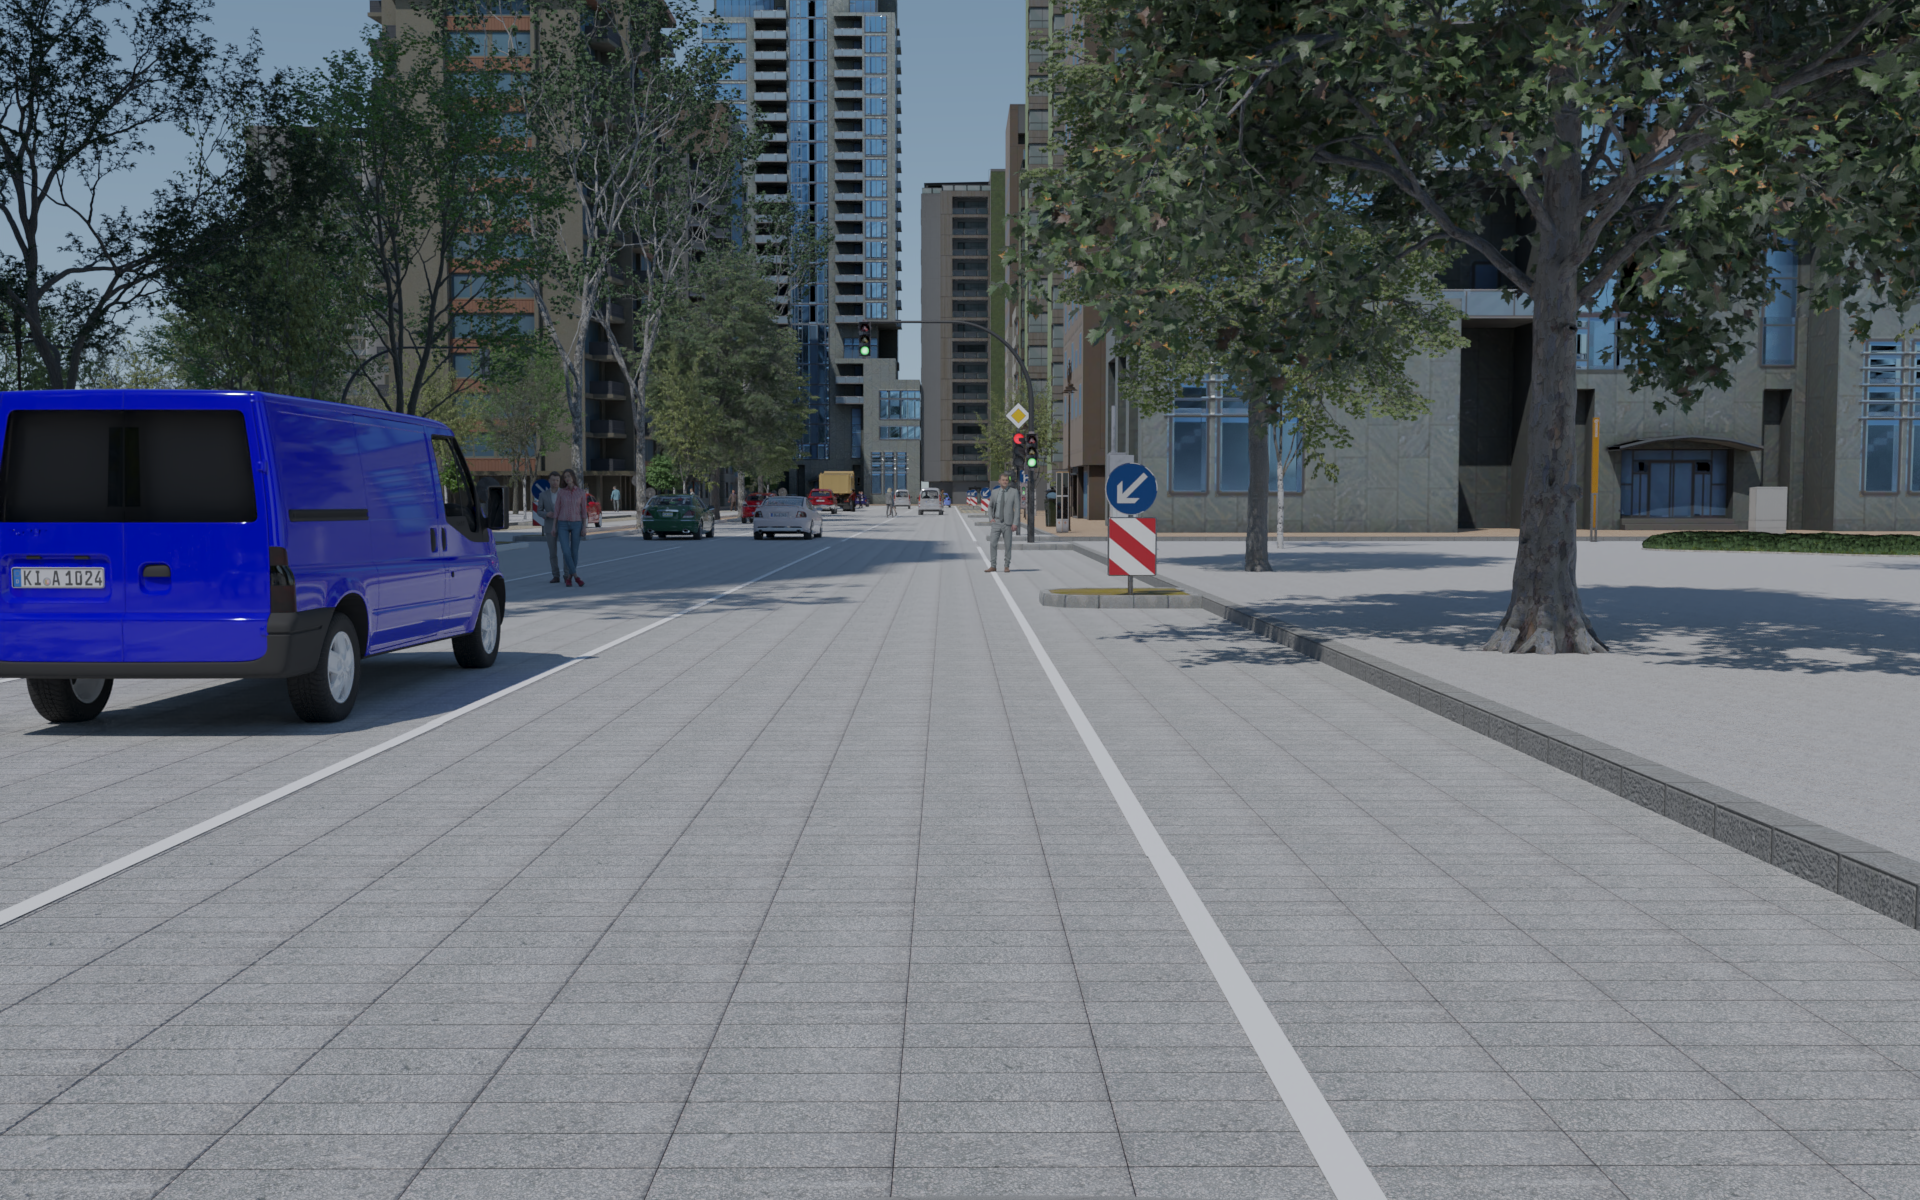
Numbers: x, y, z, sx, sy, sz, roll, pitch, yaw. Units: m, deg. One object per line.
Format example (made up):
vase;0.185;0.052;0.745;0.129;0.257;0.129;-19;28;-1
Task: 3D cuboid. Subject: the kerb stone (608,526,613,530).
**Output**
kerb stone;-13.838;-2.786;67.849;0.120;0.150;1.000;0;4;0

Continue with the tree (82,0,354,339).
tree;-12.542;-5.361;24.516;8.767;10.594;7.601;0;4;0

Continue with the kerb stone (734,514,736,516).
kerb stone;-14.114;-5.170;106.815;0.120;0.150;1.000;0;4;0

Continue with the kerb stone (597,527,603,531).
kerb stone;-13.826;-2.667;65.799;0.120;0.150;1.000;0;4;0

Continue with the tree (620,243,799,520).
tree;-12.613;-10.969;88.460;9.857;13.997;8.962;0;3;0

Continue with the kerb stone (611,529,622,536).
kerb stone;-11.670;-2.226;58.646;0.120;0.150;1.000;0;4;0

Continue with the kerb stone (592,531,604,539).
kerb stone;-11.653;-2.041;55.570;0.120;0.150;1.000;0;4;0

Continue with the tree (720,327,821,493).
tree;-12.799;-11.611;110.419;7.486;12.596;7.792;0;3;0

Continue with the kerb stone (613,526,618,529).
kerb stone;-13.843;-2.855;68.871;0.120;0.150;1.000;0;4;0

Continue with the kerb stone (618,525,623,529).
kerb stone;-13.856;-2.917;69.893;0.120;0.150;1.000;0;4;0

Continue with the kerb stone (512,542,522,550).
kerb stone;-11.573;-1.377;44.727;0.120;0.150;1.000;0;4;0

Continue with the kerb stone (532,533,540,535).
kerb stone;-13.744;-2.039;55.556;0.120;0.150;1.000;0;4;0

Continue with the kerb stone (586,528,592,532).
kerb stone;-13.810;-2.542;63.754;0.120;0.150;1.000;0;4;0

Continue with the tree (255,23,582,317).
tree;-12.310;-6.732;38.287;9.928;11.665;9.643;0;3;0

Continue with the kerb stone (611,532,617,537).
kerb stone;-11.663;-2.167;57.618;0.120;0.150;1.000;0;4;0

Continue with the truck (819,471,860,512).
truck;-10.274;-9.175;145.942;3.469;3.379;9.791;0;4;-1

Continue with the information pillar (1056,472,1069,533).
information pillar;3.389;-3.228;57.276;0.304;2.012;0.304;-3;4;-38

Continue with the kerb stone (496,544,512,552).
kerb stone;-11.561;-1.315;43.700;0.120;0.150;1.000;0;4;0

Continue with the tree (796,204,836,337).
tree;-13.823;-14.783;100.050;12.611;20.169;13.585;0;3;0

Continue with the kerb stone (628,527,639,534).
kerb stone;-11.688;-2.417;61.712;0.120;0.150;1.000;0;4;0

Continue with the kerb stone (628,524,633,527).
kerb stone;-13.862;-3.041;71.952;0.120;0.150;1.000;0;4;0

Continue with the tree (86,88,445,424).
tree;-12.156;-4.772;30.835;4.737;8.622;4.395;0;3;0

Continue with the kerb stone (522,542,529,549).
kerb stone;-11.578;-1.438;45.749;0.120;0.150;1.000;0;4;0

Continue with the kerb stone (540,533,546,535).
kerb stone;-13.756;-2.103;56.579;0.120;0.150;1.000;0;4;0

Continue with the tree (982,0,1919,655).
tree;4.936;-5.924;13.859;9.611;12.733;9.660;0;3;0

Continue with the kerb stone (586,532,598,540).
kerb stone;-11.637;-1.976;54.548;0.120;0.150;1.000;0;4;0

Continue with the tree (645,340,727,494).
tree;-12.849;-7.834;80.907;4.737;8.622;4.395;0;3;0

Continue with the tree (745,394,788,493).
tree;-12.962;-10.014;116.549;4.360;8.622;3.978;0;3;0

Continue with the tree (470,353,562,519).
tree;-22.355;-8.404;87.772;4.360;8.622;3.978;0;3;0

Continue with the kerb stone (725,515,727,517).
kerb stone;-14.082;-4.925;102.722;0.120;0.150;1.000;0;4;0

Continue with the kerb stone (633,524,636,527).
kerb stone;-13.871;-3.106;72.976;0.120;0.150;1.000;0;4;0

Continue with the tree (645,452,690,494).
tree;-21.590;-8.792;127.460;4.285;4.588;4.351;0;3;0

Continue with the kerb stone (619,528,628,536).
kerb stone;-11.677;-2.292;59.668;0.120;0.150;1.000;0;4;0

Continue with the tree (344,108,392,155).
tree;-14.002;-12.225;58.218;12.611;20.169;13.585;0;3;0

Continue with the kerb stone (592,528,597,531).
kerb stone;-13.818;-2.601;64.777;0.120;0.150;1.000;0;4;0

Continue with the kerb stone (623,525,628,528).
kerb stone;-13.857;-2.980;70.930;0.120;0.150;1.000;0;4;0

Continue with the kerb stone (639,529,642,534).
kerb stone;-11.697;-2.479;62.734;0.120;0.150;1.000;0;4;0

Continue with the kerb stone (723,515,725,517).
kerb stone;-14.080;-4.861;101.700;0.120;0.150;1.000;0;4;0

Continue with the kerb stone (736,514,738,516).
kerb stone;-14.123;-5.238;107.837;0.120;0.150;1.000;0;4;0

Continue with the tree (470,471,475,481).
tree;-22.140;-4.998;76.311;1.663;3.219;1.824;0;3;0

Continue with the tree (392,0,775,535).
tree;-14.249;-13.010;71.066;12.611;20.169;13.585;0;3;0

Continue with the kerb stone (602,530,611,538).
kerb stone;-11.659;-2.104;56.593;0.120;0.150;1.000;0;4;0

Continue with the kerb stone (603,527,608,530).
kerb stone;-13.830;-2.730;66.823;0.120;0.150;1.000;0;4;0

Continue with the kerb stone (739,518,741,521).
kerb stone;-11.904;-4.293;92.479;0.120;0.150;1.000;0;4;0

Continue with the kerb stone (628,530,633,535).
kerb stone;-11.688;-2.354;60.690;0.120;0.150;1.000;0;4;0
